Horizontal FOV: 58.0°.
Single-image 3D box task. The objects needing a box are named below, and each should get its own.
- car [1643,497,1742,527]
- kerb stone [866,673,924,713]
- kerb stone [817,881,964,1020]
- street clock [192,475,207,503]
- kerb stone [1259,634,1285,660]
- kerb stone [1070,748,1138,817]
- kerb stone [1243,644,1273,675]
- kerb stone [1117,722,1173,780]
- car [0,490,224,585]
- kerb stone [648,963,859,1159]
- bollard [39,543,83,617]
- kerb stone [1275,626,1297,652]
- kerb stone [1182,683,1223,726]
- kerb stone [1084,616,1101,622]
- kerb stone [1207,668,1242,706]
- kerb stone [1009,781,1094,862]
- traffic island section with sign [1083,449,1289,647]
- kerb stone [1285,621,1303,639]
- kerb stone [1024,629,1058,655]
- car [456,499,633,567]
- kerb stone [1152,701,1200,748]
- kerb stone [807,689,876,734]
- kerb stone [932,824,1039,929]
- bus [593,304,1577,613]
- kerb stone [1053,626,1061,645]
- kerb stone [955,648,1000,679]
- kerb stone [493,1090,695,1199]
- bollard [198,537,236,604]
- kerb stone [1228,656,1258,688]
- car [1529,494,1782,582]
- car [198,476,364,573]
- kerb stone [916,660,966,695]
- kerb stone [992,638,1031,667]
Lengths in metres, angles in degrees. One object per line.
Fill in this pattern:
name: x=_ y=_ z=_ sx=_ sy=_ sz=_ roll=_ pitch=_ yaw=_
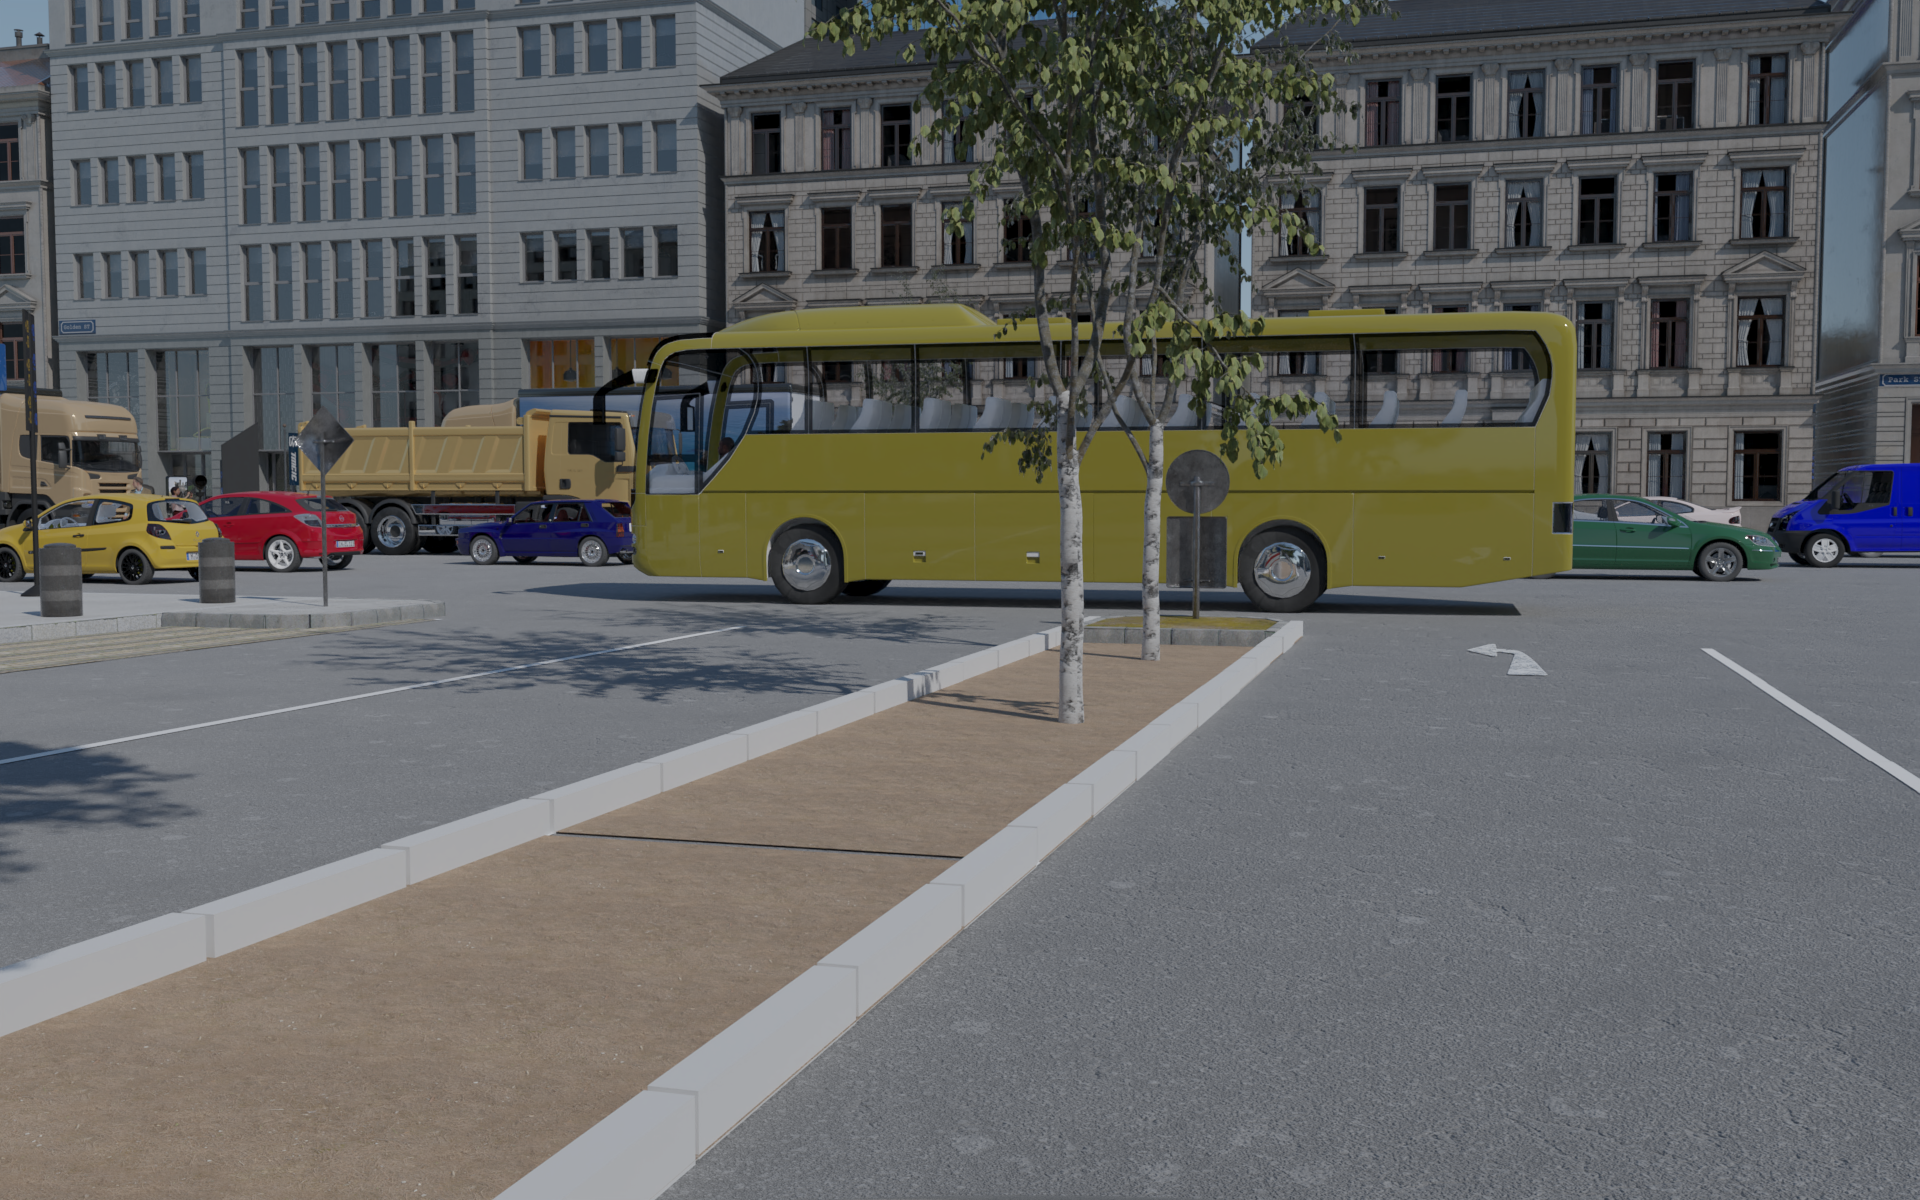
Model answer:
car: x=16.871 y=-1.884 z=43.173 sx=4.827 sy=1.381 sz=2.083 roll=1 pitch=4 yaw=15
kerb stone: x=-0.466 y=0.640 z=11.736 sx=0.120 sy=0.150 sz=1.000 roll=1 pitch=4 yaw=16
kerb stone: x=-0.193 y=1.039 z=5.207 sx=0.120 sy=0.150 sz=1.000 roll=1 pitch=4 yaw=16
street clock: x=-28.577 y=-3.705 z=65.149 sx=0.358 sy=2.002 sz=0.471 roll=3 pitch=5 yaw=44
kerb stone: x=2.689 y=0.436 z=15.064 sx=0.120 sy=0.150 sz=1.000 roll=1 pitch=4 yaw=16
kerb stone: x=0.675 y=0.858 z=8.162 sx=0.120 sy=0.150 sz=1.000 roll=1 pitch=4 yaw=16
kerb stone: x=2.405 y=0.497 z=14.078 sx=0.120 sy=0.150 sz=1.000 roll=1 pitch=4 yaw=16
kerb stone: x=0.968 y=0.798 z=9.148 sx=0.120 sy=0.150 sz=1.000 roll=1 pitch=4 yaw=16
car: x=-14.088 y=-1.114 z=28.439 sx=3.980 sy=1.641 sz=2.015 roll=1 pitch=4 yaw=18
kerb stone: x=-0.479 y=1.099 z=4.221 sx=0.120 sy=0.150 sz=1.000 roll=1 pitch=4 yaw=16
bollard: x=-9.439 y=-0.212 z=18.184 sx=0.404 sy=0.777 sz=0.398 roll=0 pitch=3 yaw=0
kerb stone: x=2.993 y=0.375 z=16.062 sx=0.120 sy=0.150 sz=1.000 roll=1 pitch=4 yaw=16
kerb stone: x=1.546 y=0.677 z=11.120 sx=0.120 sy=0.150 sz=1.000 roll=1 pitch=4 yaw=16
kerb stone: x=1.278 y=0.276 z=17.687 sx=0.120 sy=0.150 sz=1.000 roll=1 pitch=4 yaw=16
kerb stone: x=1.833 y=0.621 z=12.106 sx=0.120 sy=0.150 sz=1.000 roll=1 pitch=4 yaw=16
kerb stone: x=0.381 y=0.919 z=7.178 sx=0.120 sy=0.150 sz=1.000 roll=1 pitch=4 yaw=16
traffic island section with sign: x=2.259 y=-0.557 z=17.236 sx=2.006 sy=1.907 sz=1.989 roll=1 pitch=4 yaw=16
kerb stone: x=3.271 y=0.315 z=17.052 sx=0.120 sy=0.150 sz=1.000 roll=1 pitch=4 yaw=16
kerb stone: x=0.696 y=0.397 z=15.707 sx=0.120 sy=0.150 sz=1.000 roll=1 pitch=4 yaw=16
car: x=-8.217 y=-1.386 z=35.234 sx=3.894 sy=1.354 sz=1.945 roll=1 pitch=4 yaw=18
kerb stone: x=1.253 y=0.738 z=10.136 sx=0.120 sy=0.150 sz=1.000 roll=1 pitch=4 yaw=16
kerb stone: x=-0.756 y=0.701 z=10.735 sx=0.120 sy=0.150 sz=1.000 roll=1 pitch=4 yaw=16
kerb stone: x=0.098 y=0.980 z=6.191 sx=0.120 sy=0.150 sz=1.000 roll=1 pitch=4 yaw=16
bus: x=1.446 y=-1.896 z=22.544 sx=12.252 sy=3.916 sz=2.896 roll=1 pitch=4 yaw=15
kerb stone: x=0.985 y=0.341 z=16.692 sx=0.120 sy=0.150 sz=1.000 roll=1 pitch=4 yaw=16
kerb stone: x=0.109 y=0.518 z=13.720 sx=0.120 sy=0.150 sz=1.000 roll=1 pitch=4 yaw=16
kerb stone: x=-0.763 y=1.160 z=3.234 sx=0.120 sy=0.150 sz=1.000 roll=1 pitch=4 yaw=16
bollard: x=-8.774 y=-0.351 z=20.448 sx=0.404 sy=0.777 sz=0.398 roll=0 pitch=3 yaw=0
kerb stone: x=2.117 y=0.561 z=13.093 sx=0.120 sy=0.150 sz=1.000 roll=1 pitch=4 yaw=16
car: x=11.301 y=-1.083 z=29.509 sx=4.920 sy=1.459 sz=2.131 roll=1 pitch=4 yaw=17
car: x=-13.530 y=-1.446 z=32.681 sx=4.494 sy=1.783 sz=2.155 roll=1 pitch=4 yaw=15
kerb stone: x=-0.174 y=0.580 z=12.723 sx=0.120 sy=0.150 sz=1.000 roll=1 pitch=4 yaw=16
kerb stone: x=0.403 y=0.457 z=14.717 sx=0.120 sy=0.150 sz=1.000 roll=1 pitch=4 yaw=16
